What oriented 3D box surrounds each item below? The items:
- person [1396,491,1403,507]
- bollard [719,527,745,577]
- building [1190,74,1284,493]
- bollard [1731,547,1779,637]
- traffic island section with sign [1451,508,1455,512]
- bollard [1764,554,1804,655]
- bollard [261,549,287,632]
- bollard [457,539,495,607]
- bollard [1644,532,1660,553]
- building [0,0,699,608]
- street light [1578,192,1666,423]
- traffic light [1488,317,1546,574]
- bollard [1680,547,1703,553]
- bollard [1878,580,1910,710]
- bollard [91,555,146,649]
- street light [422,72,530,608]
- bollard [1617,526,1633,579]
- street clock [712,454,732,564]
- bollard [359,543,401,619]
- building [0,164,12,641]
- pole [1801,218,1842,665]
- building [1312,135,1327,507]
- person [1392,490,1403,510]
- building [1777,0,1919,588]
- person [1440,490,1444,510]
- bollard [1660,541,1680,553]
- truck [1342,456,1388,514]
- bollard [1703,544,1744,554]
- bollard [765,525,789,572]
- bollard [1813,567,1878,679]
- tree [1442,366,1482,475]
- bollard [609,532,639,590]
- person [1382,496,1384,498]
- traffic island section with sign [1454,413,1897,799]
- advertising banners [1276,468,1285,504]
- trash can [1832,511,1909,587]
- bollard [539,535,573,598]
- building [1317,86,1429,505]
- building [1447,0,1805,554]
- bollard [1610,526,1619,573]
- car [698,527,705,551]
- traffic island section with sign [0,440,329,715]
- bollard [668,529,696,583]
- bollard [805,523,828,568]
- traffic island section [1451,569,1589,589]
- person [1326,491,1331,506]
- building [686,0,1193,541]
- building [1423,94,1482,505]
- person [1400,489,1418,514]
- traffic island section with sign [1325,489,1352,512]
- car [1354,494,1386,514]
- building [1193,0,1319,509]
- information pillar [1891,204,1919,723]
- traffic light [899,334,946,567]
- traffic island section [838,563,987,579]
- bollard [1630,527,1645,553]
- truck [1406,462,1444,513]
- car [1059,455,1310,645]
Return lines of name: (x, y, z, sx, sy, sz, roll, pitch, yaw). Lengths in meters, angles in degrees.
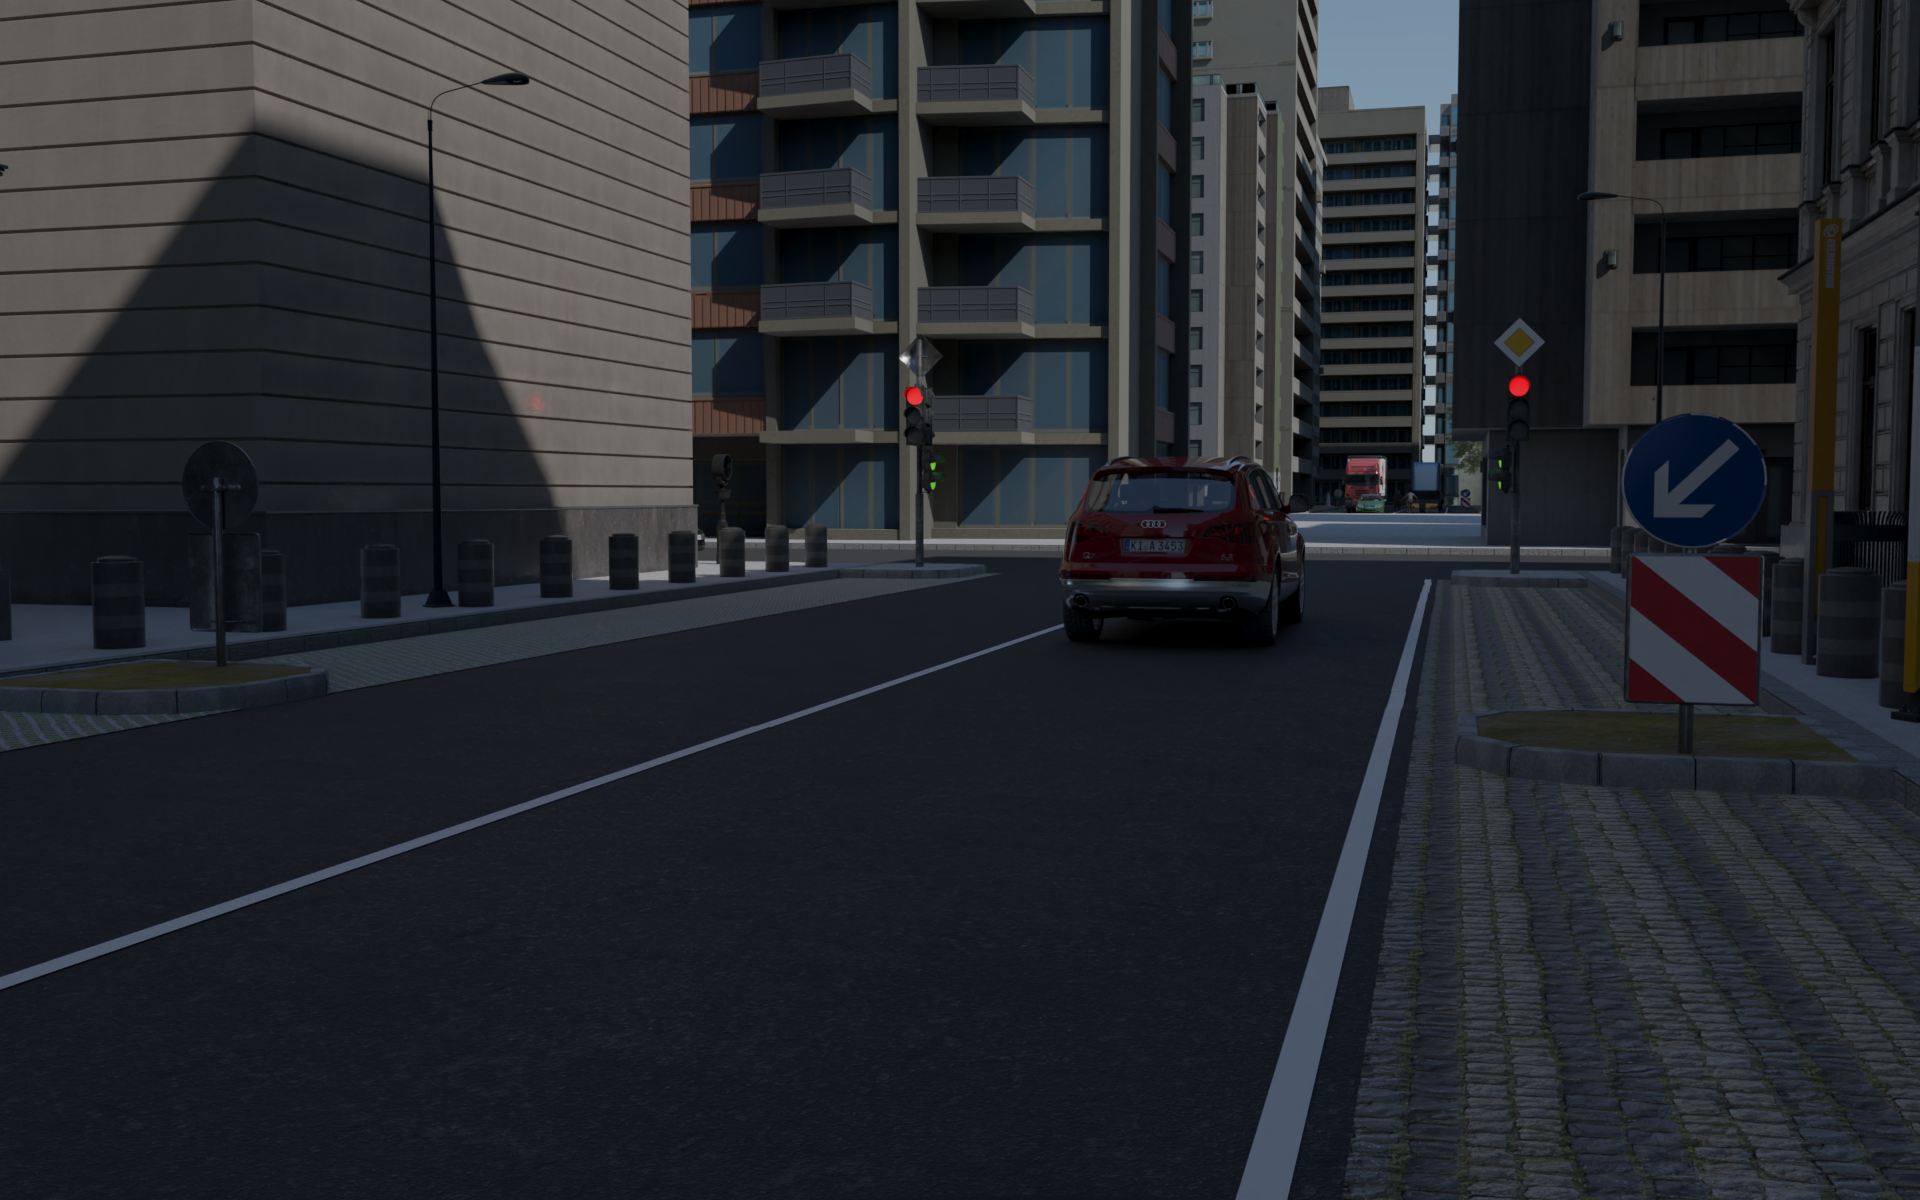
person: (47.471, -10.903, 187.323, 0.990, 1.755, 0.434, 2, 4, 33)
bollard: (-3.527, -0.741, 26.836, 0.404, 0.777, 0.398, 0, 3, 0)
building: (15.230, -21.522, 123.579, 14.160, 30.474, 14.107, 1, 4, 16)
bollard: (7.261, -0.061, 15.718, 0.404, 0.777, 0.398, 0, 3, 0)
traffic island section with sign: (39.899, -7.847, 136.926, 1.989, 1.847, 2.006, 1, 4, 16)
bollard: (6.761, 0.046, 13.959, 0.404, 0.777, 0.398, 0, 3, 0)
bollard: (-6.529, -0.093, 16.232, 0.404, 0.777, 0.398, 0, 3, 0)
bollard: (-5.529, -0.310, 19.779, 0.404, 0.777, 0.398, 0, 3, 0)
bollard: (9.263, -0.493, 22.780, 0.404, 0.777, 0.398, 0, 3, 0)
building: (-17.769, -14.068, 27.274, 25.104, 27.353, 12.463, 1, 4, 16)
street light: (10.186, -3.309, 26.646, 1.470, 5.913, 1.316, 1, 4, 16)
traffic light: (8.893, -2.372, 27.702, 0.839, 4.253, 0.868, 1, 4, 16)
bollard: (8.263, -0.277, 19.251, 0.404, 0.777, 0.398, 0, 3, 0)
bollard: (5.756, 0.264, 10.406, 0.404, 0.777, 0.398, 0, 3, 0)
bollard: (-7.031, 0.015, 14.473, 0.404, 0.777, 0.398, 0, 3, 0)
street light: (-5.417, -2.866, 19.395, 1.470, 5.913, 1.316, 1, 4, 16)
bollard: (10.264, -0.709, 26.305, 0.404, 0.777, 0.398, 0, 3, 0)
street clock: (-4.334, -1.652, 31.584, 0.358, 2.002, 0.471, 1, 4, 13)
bollard: (-6.028, -0.201, 18.010, 0.404, 0.777, 0.398, 0, 3, 0)
building: (-15.267, -9.672, 7.285, 9.793, 20.994, 18.267, 1, 4, 16)
pole: (6.449, -1.169, 12.960, 0.158, 3.312, 0.155, 0, 3, 0)
building: (23.373, -29.293, 170.817, 23.993, 40.220, 32.217, 1, 4, 16)
person: (39.158, -8.929, 155.034, 0.990, 1.755, 0.434, 0, 4, 4)
building: (14.164, -9.198, 15.012, 10.561, 19.102, 19.286, 1, 4, 16)
person: (42.963, -8.923, 154.371, 0.705, 1.826, 1.348, 0, 4, 8)
bollard: (8.763, -0.386, 21.020, 0.404, 0.777, 0.398, 0, 3, 0)
truck: (30.149, -8.539, 128.524, 2.839, 4.237, 11.283, 1, 4, 17)
bollard: (7.764, -0.169, 17.488, 0.404, 0.777, 0.398, 0, 3, 0)
bollard: (-3.018, -0.849, 28.604, 0.404, 0.777, 0.398, 0, 3, 0)
bollard: (6.263, 0.154, 12.198, 0.404, 0.777, 0.398, 0, 3, 0)
tree: (35.692, -12.049, 115.132, 7.486, 12.596, 7.792, 0, 3, 0)
bollard: (-4.523, -0.526, 23.312, 0.404, 0.777, 0.398, 0, 3, 0)
person: (44.455, -10.570, 182.109, 0.721, 1.735, 1.217, 1, 4, 13)
traffic island section with sign: (3.691, -0.038, 9.253, 1.989, 1.847, 2.006, 1, 4, 16)
advertising banners: (21.053, -7.197, 113.865, 0.090, 3.025, 2.074, 0, 4, -5)
trash can: (7.671, -0.180, 14.593, 0.748, 1.137, 0.748, 0, 3, 0)
bollard: (-5.024, -0.418, 21.553, 0.404, 0.777, 0.398, 0, 3, 0)
building: (45.219, -35.830, 209.516, 21.600, 48.544, 21.300, 1, 4, 16)
building: (19.776, -16.640, 43.765, 14.107, 30.474, 14.160, 1, 4, 16)
bollard: (10.759, -0.816, 28.066, 0.404, 0.777, 0.398, 0, 3, 0)
car: (-7.770, -1.757, 38.508, 4.222, 1.686, 2.009, 1, 4, 16)
traffic island section with sign: (-5.596, -0.215, 12.138, 1.989, 1.847, 2.006, 1, 4, 16)
bollard: (-4.028, -0.634, 25.076, 0.404, 0.777, 0.398, 0, 3, 0)
bollard: (-2.522, -0.957, 30.370, 0.404, 0.777, 0.398, 0, 3, 0)
traffic island section: (8.929, -0.338, 27.806, 2.009, 0.180, 2.903, 1, 4, 16)
person: (39.922, -10.934, 187.937, 0.621, 1.740, 0.551, 0, 4, -5)
building: (-6.760, -24.660, 57.822, 28.867, 44.769, 22.147, 1, 4, 16)
building: (70.372, -35.670, 202.807, 30.456, 49.044, 23.786, 1, 4, 16)
person: (32.000, -7.014, 123.178, 1.348, 1.824, 0.705, -1, 4, -10)
traffic island section with sign: (30.499, -7.999, 139.406, 1.989, 1.847, 2.006, 1, 4, 16)
car: (28.110, -6.534, 118.632, 2.131, 1.459, 4.920, 1, 4, 15)
building: (17.481, -31.678, 141.639, 21.300, 48.544, 21.600, 1, 4, 16)
information pillar: (5.574, -1.125, 9.743, 0.504, 3.616, 0.183, -1, 4, -15)
traffic light: (-0.695, -2.537, 30.395, 0.839, 4.253, 0.868, 1, 4, 16)
traffic island section: (-0.731, -0.505, 30.541, 2.009, 0.180, 2.903, 1, 4, 16)
bollard: (9.763, -0.601, 24.540, 0.404, 0.777, 0.398, 0, 3, 0)
truck: (37.556, -9.191, 140.036, 2.967, 4.110, 18.799, 1, 4, 16)
car: (2.445, -0.578, 18.130, 2.281, 1.827, 5.304, 1, 4, 16)
